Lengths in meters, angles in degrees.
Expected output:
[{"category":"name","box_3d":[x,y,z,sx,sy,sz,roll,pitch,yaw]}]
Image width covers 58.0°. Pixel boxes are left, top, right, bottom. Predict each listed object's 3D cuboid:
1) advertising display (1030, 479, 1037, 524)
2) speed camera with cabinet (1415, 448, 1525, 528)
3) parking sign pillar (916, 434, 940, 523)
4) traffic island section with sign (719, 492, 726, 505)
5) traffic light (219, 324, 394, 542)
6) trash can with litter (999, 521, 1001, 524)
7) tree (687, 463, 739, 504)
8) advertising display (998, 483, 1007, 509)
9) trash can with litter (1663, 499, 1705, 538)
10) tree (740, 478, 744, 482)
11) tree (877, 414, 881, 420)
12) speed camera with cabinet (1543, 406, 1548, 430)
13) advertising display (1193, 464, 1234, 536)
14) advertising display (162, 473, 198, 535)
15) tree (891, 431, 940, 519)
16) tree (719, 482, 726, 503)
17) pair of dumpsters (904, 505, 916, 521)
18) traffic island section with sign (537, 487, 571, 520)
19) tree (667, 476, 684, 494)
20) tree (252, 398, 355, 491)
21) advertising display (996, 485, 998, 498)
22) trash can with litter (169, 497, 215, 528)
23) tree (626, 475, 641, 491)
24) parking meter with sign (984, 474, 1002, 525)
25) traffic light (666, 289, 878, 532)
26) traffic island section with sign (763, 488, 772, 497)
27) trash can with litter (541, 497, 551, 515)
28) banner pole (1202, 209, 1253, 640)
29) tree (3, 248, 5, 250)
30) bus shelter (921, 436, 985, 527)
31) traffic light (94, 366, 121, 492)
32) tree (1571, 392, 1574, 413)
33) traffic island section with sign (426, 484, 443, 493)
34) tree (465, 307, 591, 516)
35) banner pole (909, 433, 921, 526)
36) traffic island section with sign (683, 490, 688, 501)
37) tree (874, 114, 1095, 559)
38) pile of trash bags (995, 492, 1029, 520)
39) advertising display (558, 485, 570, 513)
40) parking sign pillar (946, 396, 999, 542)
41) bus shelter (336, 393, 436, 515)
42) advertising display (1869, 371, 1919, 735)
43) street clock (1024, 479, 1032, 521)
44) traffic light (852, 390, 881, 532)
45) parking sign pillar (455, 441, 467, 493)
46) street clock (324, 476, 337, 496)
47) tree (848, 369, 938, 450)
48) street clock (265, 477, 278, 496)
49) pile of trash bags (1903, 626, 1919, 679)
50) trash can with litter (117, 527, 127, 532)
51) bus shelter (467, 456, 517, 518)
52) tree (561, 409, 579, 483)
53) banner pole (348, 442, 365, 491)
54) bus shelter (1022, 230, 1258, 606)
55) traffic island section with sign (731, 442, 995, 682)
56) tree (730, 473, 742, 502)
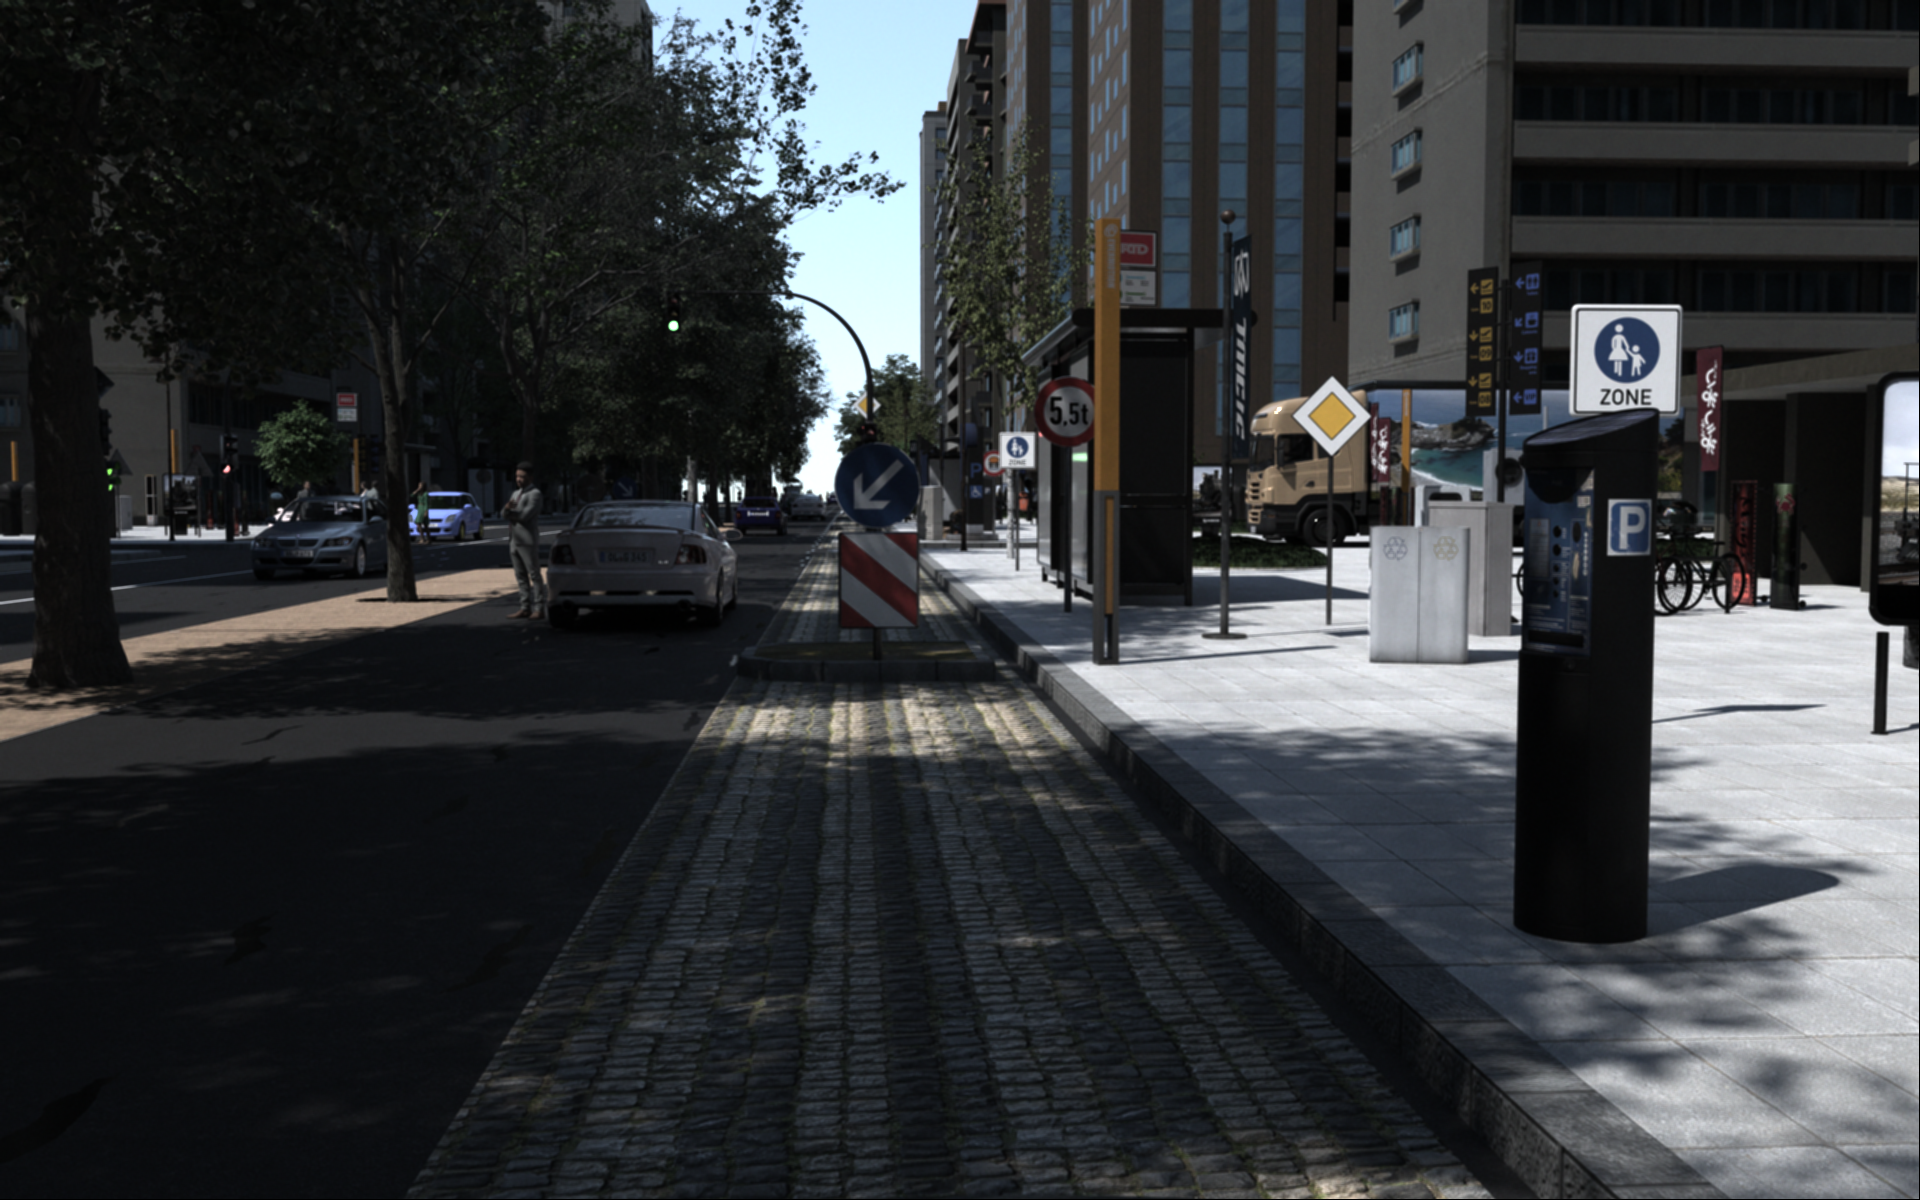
[{"category":"advertising display","box_3d":[3.410,-4.165,73.313,0.974,1.923,0.123,-2,4,-28]},{"category":"speed camera with cabinet","box_3d":[10.178,-2.462,34.583,2.038,3.252,0.660,0,4,-1]},{"category":"parking sign pillar","box_3d":[-1.239,-5.433,77.304,1.447,3.967,1.447,-1,4,-17]},{"category":"traffic island section with sign","box_3d":[-30.750,-13.436,228.301,1.989,1.847,2.006,0,4,-4]},{"category":"traffic light","box_3d":[-17.341,-4.373,46.168,4.771,5.953,1.251,0,4,-4]},{"category":"trash can with litter","box_3d":[1.336,-3.986,76.230,1.678,1.210,2.233,0,4,7]},{"category":"tree","box_3d":[-34.449,-19.365,234.750,7.486,12.596,7.792,0,3,0]},{"category":"advertising display","box_3d":[2.663,-5.797,99.991,0.123,1.923,0.974,3,4,38]},{"category":"trash can with litter","box_3d":[16.384,-1.687,38.965,1.055,1.170,0.624,-2,4,-34]},{"category":"tree","box_3d":[-35.566,-21.236,265.341,7.486,12.596,7.792,0,3,0]},{"category":"tree","box_3d":[-6.032,-12.273,151.027,4.360,8.622,3.978,0,3,0]},{"category":"speed camera with cabinet","box_3d":[13.880,-2.749,39.286,2.038,3.252,0.660,0,4,0]},{"category":"advertising display","box_3d":[5.377,-1.958,37.224,0.974,1.923,0.123,0,4,-2]},{"category":"advertising display","box_3d":[-24.236,-2.973,53.830,0.974,1.923,0.123,-2,4,-24]},{"category":"tree","box_3d":[-2.320,-6.504,90.052,4.285,4.588,4.351,0,3,0]},{"category":"tree","box_3d":[-34.788,-15.863,253.955,1.663,3.219,1.824,0,3,0]},{"category":"pair of dumpsters","box_3d":[-2.140,-5.060,85.228,1.574,2.255,4.437,0,4,-3]},{"category":"traffic island section with sign","box_3d":[-22.523,-5.308,95.410,1.989,1.847,2.006,0,4,-4]},{"category":"tree","box_3d":[-30.314,-11.559,183.598,1.663,3.219,1.824,0,3,0]},{"category":"tree","box_3d":[-22.412,-4.597,58.871,4.285,4.588,4.351,0,3,0]},{"category":"advertising display","box_3d":[2.746,-7.019,119.970,0.123,1.923,0.974,-2,4,-25]},{"category":"trash can with litter","box_3d":[-28.542,-3.328,65.466,2.233,1.210,1.678,0,4,2]},{"category":"tree","box_3d":[-28.909,-9.704,153.257,1.663,3.219,1.824,0,3,0]},{"category":"parking meter with sign","box_3d":[1.020,-4.655,72.371,1.738,3.016,0.543,-2,4,-29]},{"category":"traffic light","box_3d":[-4.134,-3.924,38.822,4.771,5.953,1.251,0,4,-4]},{"category":"traffic island section with sign","box_3d":[-13.527,-6.930,121.440,2.006,1.907,1.989,0,4,-4]},{"category":"trash can with litter","box_3d":[-25.171,-5.765,105.641,0.624,1.170,1.055,1,4,16]},{"category":"banner pole","box_3d":[2.396,-1.535,15.115,0.401,3.779,0.863,-1,4,-9]},{"category":"tree","box_3d":[-20.171,-6.763,28.710,7.486,12.596,7.792,0,3,0]},{"category":"bus shelter","box_3d":[-0.295,-4.245,63.337,2.014,3.302,5.546,0,4,-4]},{"category":"traffic light","box_3d":[-18.930,-3.004,38.035,0.839,4.253,0.868,0,4,-4]},{"category":"tree","box_3d":[3.596,-4.623,1.340,9.928,11.665,9.643,0,3,0]},{"category":"traffic island section with sign","box_3d":[-20.861,-3.662,68.506,1.989,1.847,2.006,0,4,-4]},{"category":"tree","box_3d":[-25.453,-11.260,102.235,7.486,12.596,7.792,0,3,0]},{"category":"banner pole","box_3d":[-1.798,-4.934,70.692,0.401,3.779,0.863,-3,5,-43]},{"category":"traffic island section with sign","box_3d":[-27.321,-10.048,172.910,1.989,1.847,2.006,0,4,-4]},{"category":"tree","box_3d":[1.162,-5.110,33.916,4.737,8.622,4.395,0,3,0]},{"category":"pile of trash bags","box_3d":[1.832,-4.639,85.595,3.447,1.369,1.912,1,4,17]},{"category":"advertising display","box_3d":[-27.338,-6.988,119.459,0.123,1.923,0.974,2,4,35]},{"category":"parking sign pillar","box_3d":[0.337,-3.594,47.239,1.447,3.967,1.447,-1,4,-9]},{"category":"bus shelter","box_3d":[-23.721,-5.731,71.336,2.179,5.291,8.768,0,4,-3]},{"category":"advertising display","box_3d":[5.267,-0.230,8.969,0.974,1.923,0.123,2,4,34]},{"category":"street clock","box_3d":[3.291,-4.738,82.030,0.358,2.002,0.471,-3,5,-40]},{"category":"traffic light","box_3d":[-2.546,-3.556,47.061,0.839,4.253,0.868,0,4,-4]},{"category":"parking sign pillar","box_3d":[-25.629,-6.145,88.936,1.447,3.967,1.447,-1,4,-22]},{"category":"street clock","box_3d":[-25.423,-4.001,69.978,0.471,2.002,0.358,-1,4,-9]},{"category":"tree","box_3d":[-5.000,-11.892,128.850,7.601,10.594,8.767,0,4,8]},{"category":"street clock","box_3d":[-29.582,-4.276,74.489,0.358,2.002,0.471,2,4,35]},{"category":"pile of trash bags","box_3d":[7.903,-0.172,12.559,1.912,1.369,3.447,2,4,27]},{"category":"trash can with litter","box_3d":[-28.846,-2.885,58.229,1.678,1.210,2.233,1,4,23]},{"category":"bus shelter","box_3d":[-25.780,-6.184,95.028,2.014,3.302,5.546,0,4,-4]},{"category":"tree","box_3d":[-27.110,-13.413,136.308,9.611,12.733,9.660,0,3,0]},{"category":"banner pole","box_3d":[-25.558,-5.111,73.581,0.863,3.779,0.401,0,4,-3]},{"category":"bus shelter","box_3d":[2.081,-2.829,23.885,2.179,5.291,8.768,0,4,-3]},{"category":"traffic island section with sign","box_3d":[-0.783,-0.332,14.049,1.989,1.847,2.006,0,4,-4]},{"category":"tree","box_3d":[-35.919,-19.820,274.426,4.737,8.622,4.395,0,3,0]}]
